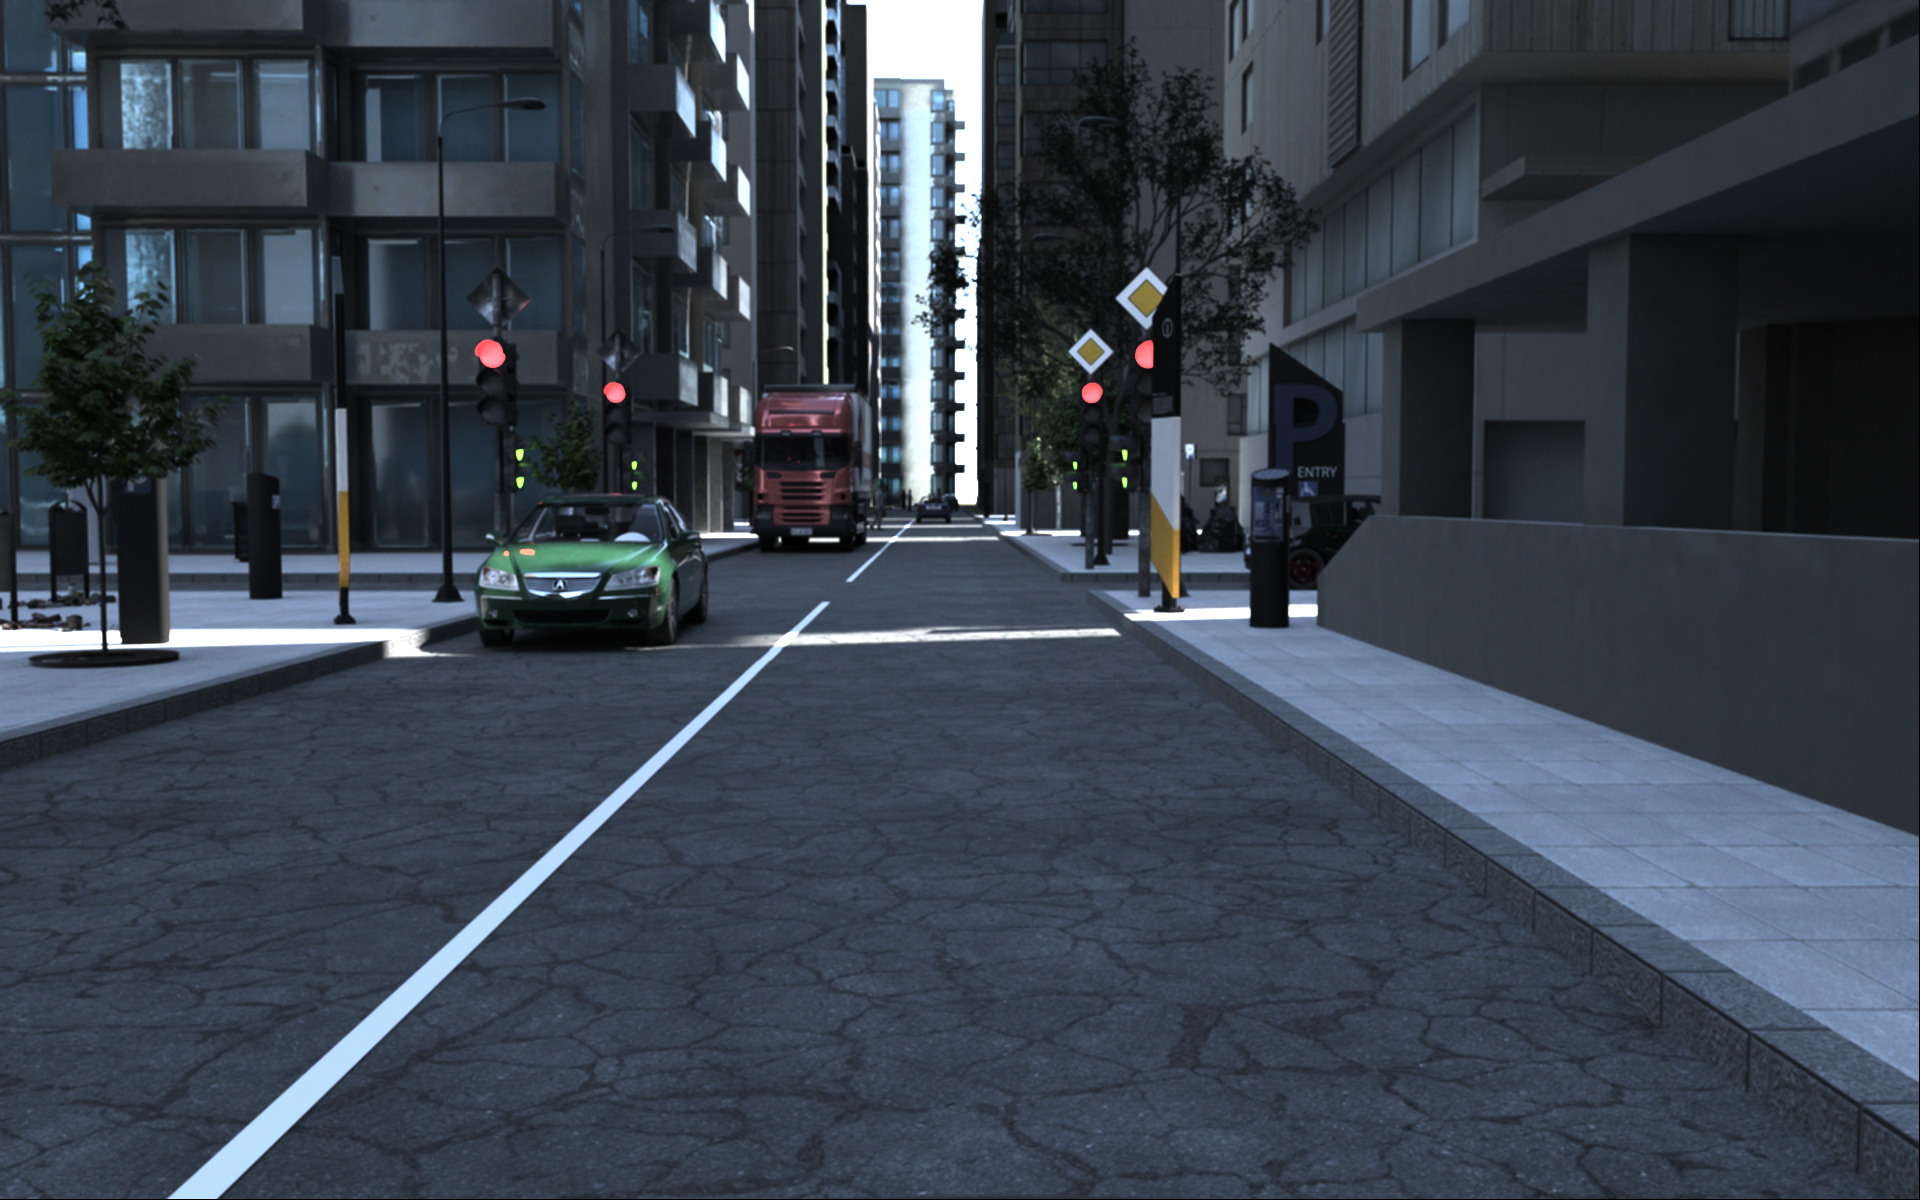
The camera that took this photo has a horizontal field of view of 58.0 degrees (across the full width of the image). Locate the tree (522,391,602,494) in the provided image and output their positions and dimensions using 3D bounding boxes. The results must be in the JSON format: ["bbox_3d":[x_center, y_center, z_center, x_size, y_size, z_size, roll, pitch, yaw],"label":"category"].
[{"bbox_3d":[-7.224,-2.337,32.816,1.663,3.219,1.824,0,3,0],"label":"tree"}]

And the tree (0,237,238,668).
[{"bbox_3d":[-6.581,-1.127,13.022,1.663,3.219,1.824,0,3,0],"label":"tree"}]

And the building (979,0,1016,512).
[{"bbox_3d":[11.963,-42.288,129.653,20.563,71.187,20.611,0,4,-1],"label":"building"}]

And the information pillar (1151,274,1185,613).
[{"bbox_3d":[2.236,-1.677,18.768,0.183,3.616,0.504,-2,4,-24],"label":"information pillar"}]

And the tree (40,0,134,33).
[{"bbox_3d":[-6.600,-4.455,7.247,8.767,10.594,7.601,0,3,0],"label":"tree"}]

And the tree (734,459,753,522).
[{"bbox_3d":[-9.929,-5.208,79.750,1.663,3.219,1.824,0,3,0],"label":"tree"}]

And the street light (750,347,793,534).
[{"bbox_3d":[-5.986,-5.041,54.953,1.470,5.913,1.316,0,4,-1],"label":"street light"}]

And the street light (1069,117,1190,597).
[{"bbox_3d":[2.160,-2.994,21.495,1.470,5.913,1.316,0,4,-1],"label":"street light"}]

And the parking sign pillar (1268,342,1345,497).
[{"bbox_3d":[6.149,-2.586,30.760,1.447,3.967,1.447,0,4,2],"label":"parking sign pillar"}]

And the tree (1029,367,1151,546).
[{"bbox_3d":[3.415,-3.637,43.184,4.285,4.588,4.351,0,3,0],"label":"tree"}]

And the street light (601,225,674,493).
[{"bbox_3d":[-5.640,-3.519,30.081,1.470,5.913,1.316,0,4,-1],"label":"street light"}]

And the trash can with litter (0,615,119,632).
[{"bbox_3d":[-8.987,-0.330,16.458,2.233,1.210,1.678,1,4,20],"label":"trash can with litter"}]

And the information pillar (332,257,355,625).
[{"bbox_3d":[-6.078,-1.569,17.011,0.183,3.616,0.504,-1,4,-22],"label":"information pillar"}]

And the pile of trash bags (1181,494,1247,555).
[{"bbox_3d":[5.112,-1.730,38.031,1.912,1.369,3.447,2,4,24],"label":"pile of trash bags"}]

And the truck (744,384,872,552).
[{"bbox_3d":[-3.835,-3.518,46.429,2.839,4.237,11.283,0,4,0],"label":"truck"}]

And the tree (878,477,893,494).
[{"bbox_3d":[-8.141,-11.469,182.112,1.663,3.219,1.824,0,3,0],"label":"tree"}]

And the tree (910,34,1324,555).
[{"bbox_3d":[3.061,-6.225,36.193,8.767,10.594,7.601,0,4,3],"label":"tree"}]

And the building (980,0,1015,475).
[{"bbox_3d":[8.824,-30.486,148.563,14.600,45.320,14.200,0,4,-1],"label":"building"}]

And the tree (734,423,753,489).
[{"bbox_3d":[-7.955,-5.378,71.641,4.285,4.588,4.351,0,3,0],"label":"tree"}]

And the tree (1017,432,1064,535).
[{"bbox_3d":[2.364,-3.636,54.049,1.663,3.219,1.824,0,3,0],"label":"tree"}]

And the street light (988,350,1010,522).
[{"bbox_3d":[1.731,-5.093,55.819,1.470,5.913,1.316,0,4,-1],"label":"street light"}]

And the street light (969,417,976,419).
[{"bbox_3d":[1.256,-8.079,104.635,1.470,5.913,1.316,0,4,-1],"label":"street light"}]

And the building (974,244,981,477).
[{"bbox_3d":[8.816,-25.935,195.740,14.107,30.474,14.160,0,4,-1],"label":"building"}]

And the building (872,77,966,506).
[{"bbox_3d":[-14.607,-35.436,198.992,30.456,49.044,23.786,0,4,-1],"label":"building"}]

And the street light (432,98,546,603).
[{"bbox_3d":[-5.562,-2.932,20.472,1.470,5.913,1.316,0,4,-1],"label":"street light"}]

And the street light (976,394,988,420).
[{"bbox_3d":[1.596,-6.584,80.187,1.470,5.913,1.316,0,4,-1],"label":"street light"}]

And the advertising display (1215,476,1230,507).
[{"bbox_3d":[9.363,-3.465,61.874,0.123,1.923,0.974,-1,4,-18],"label":"advertising display"}]

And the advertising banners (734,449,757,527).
[{"bbox_3d":[-8.103,-4.415,68.378,2.074,3.025,0.090,-3,5,-44],"label":"advertising banners"}]

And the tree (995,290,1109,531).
[{"bbox_3d":[3.344,-6.690,59.739,4.737,8.622,4.395,0,3,0],"label":"tree"}]

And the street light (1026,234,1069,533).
[{"bbox_3d":[1.998,-3.581,31.085,1.470,5.913,1.316,0,4,-1],"label":"street light"}]

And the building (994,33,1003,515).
[{"bbox_3d":[9.176,-20.852,112.625,14.160,30.474,14.107,0,4,-1],"label":"building"}]

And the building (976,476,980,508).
[{"bbox_3d":[17.784,-29.132,168.191,32.217,40.220,23.993,0,4,-1],"label":"building"}]
